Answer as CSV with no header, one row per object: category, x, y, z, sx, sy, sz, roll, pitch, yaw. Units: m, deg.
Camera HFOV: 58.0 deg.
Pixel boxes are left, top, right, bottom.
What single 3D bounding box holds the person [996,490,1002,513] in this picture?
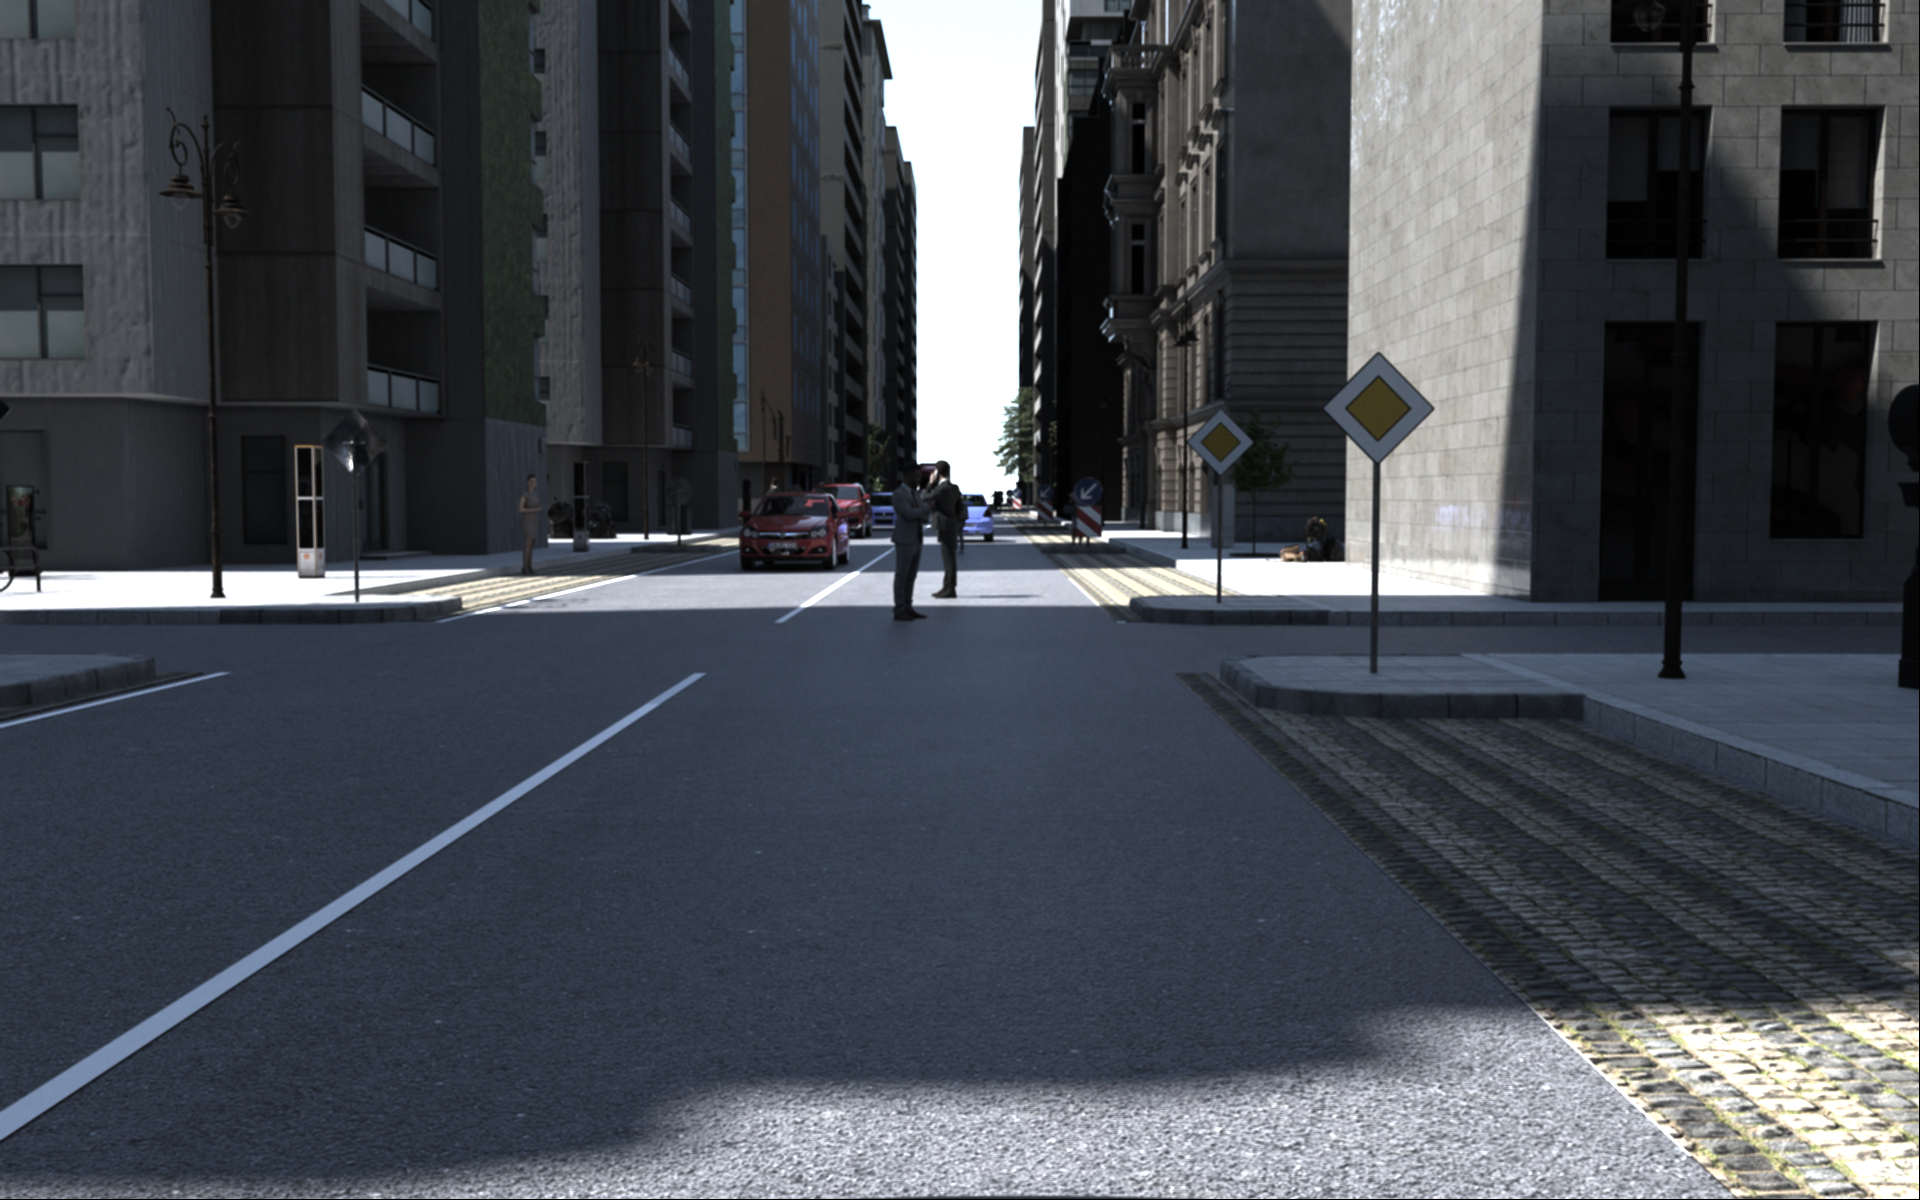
person,3.064,-7.639,134.312,0.530,1.710,0.541,-3,5,-40

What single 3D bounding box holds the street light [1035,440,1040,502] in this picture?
street light,6.497,-10.486,144.227,0.468,5.910,1.993,0,4,1

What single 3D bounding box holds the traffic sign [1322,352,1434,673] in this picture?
traffic sign,2.964,-0.533,12.358,0.795,2.450,0.064,0,4,1

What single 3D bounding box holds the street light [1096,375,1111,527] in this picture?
street light,5.596,-5.807,67.725,0.468,5.910,1.993,0,4,1

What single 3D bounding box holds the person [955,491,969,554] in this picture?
person,-0.037,-1.872,41.710,0.523,1.515,0.503,0,4,6

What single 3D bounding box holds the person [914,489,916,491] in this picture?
person,-3.472,-7.596,132.676,1.348,1.826,0.705,-3,5,-44

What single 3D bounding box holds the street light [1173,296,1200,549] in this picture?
street light,5.291,-4.149,40.618,0.468,5.910,1.993,0,4,1

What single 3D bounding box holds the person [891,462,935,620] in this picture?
person,-0.527,-0.677,19.751,0.466,1.800,0.511,1,4,13

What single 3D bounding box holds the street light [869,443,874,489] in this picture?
street light,-7.718,-10.983,152.357,0.468,5.910,1.993,0,4,1

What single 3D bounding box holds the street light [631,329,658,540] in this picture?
street light,-8.833,-4.638,48.612,0.468,5.910,1.993,0,4,1

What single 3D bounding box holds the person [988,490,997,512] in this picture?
person,2.831,-7.916,138.647,1.217,1.743,0.721,1,4,20

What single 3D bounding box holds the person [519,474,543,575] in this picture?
person,-7.591,-1.335,30.672,0.374,1.781,0.599,1,4,18

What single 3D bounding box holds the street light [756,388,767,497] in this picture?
street light,-8.577,-6.302,75.825,0.468,5.910,1.993,0,4,1

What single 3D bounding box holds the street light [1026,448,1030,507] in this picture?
street light,6.743,-12.149,171.428,0.468,5.910,1.993,0,4,1

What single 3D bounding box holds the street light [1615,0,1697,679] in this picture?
street light,4.979,-2.394,11.936,0.468,5.910,1.993,0,4,1

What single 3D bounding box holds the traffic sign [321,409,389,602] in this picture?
traffic sign,-7.144,-1.029,20.471,0.795,2.450,0.064,0,4,1

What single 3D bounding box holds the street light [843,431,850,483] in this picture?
street light,-8.091,-9.268,124.323,0.468,5.910,1.993,0,4,1

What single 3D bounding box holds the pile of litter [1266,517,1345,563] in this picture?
pile of litter,6.605,-1.160,32.936,1.719,0.858,1.176,0,4,-4

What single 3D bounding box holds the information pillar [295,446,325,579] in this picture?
information pillar,-9.895,-1.339,26.377,0.304,2.012,0.304,0,4,6

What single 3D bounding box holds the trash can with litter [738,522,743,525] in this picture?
trash can with litter,-9.410,-3.701,71.562,1.678,1.210,2.233,-1,4,-16

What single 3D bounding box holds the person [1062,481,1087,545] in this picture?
person,3.057,-2.255,45.719,0.716,1.782,0.532,0,4,5

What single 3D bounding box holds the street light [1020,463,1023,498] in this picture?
street light,7.057,-13.889,199.873,0.468,5.910,1.993,0,4,1

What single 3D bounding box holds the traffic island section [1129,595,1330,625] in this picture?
traffic island section,3.073,0.114,20.419,2.009,0.180,2.903,0,4,1

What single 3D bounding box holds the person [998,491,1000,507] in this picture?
person,4.375,-11.572,197.725,0.705,1.821,1.348,0,4,-4

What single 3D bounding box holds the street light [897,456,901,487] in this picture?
street light,-7.273,-14.380,207.896,0.468,5.910,1.993,0,4,1

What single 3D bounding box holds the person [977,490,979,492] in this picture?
person,1.596,-9.197,158.899,0.705,1.821,1.348,-3,5,-41

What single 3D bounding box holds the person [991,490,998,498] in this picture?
person,3.395,-9.589,165.368,1.348,1.812,0.705,-2,4,-30

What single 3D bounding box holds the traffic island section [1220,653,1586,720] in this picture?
traffic island section,2.988,0.602,12.435,2.009,0.180,2.903,0,4,1

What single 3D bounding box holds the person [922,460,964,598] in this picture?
person,-0.249,-0.981,23.906,0.474,1.900,0.648,1,4,16

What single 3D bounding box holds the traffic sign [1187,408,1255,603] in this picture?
traffic sign,3.049,-1.021,20.342,0.795,2.450,0.064,0,4,1

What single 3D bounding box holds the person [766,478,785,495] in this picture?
person,-5.302,-2.589,50.187,0.648,1.900,0.474,-3,5,-41

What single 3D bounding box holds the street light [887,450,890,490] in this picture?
street light,-7.422,-12.695,180.356,0.468,5.910,1.993,0,4,1

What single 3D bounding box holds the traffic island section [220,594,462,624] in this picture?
traffic island section,-7.168,0.107,20.533,2.009,0.180,2.903,0,4,1

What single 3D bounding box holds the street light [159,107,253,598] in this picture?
street light,-9.185,-2.964,21.257,0.468,5.910,1.993,0,4,1

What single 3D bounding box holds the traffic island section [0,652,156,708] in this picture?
traffic island section,-7.253,0.595,12.549,2.009,0.180,2.903,0,4,1

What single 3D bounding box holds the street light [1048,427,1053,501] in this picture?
street light,6.126,-8.814,116.900,0.468,5.910,1.993,0,4,1

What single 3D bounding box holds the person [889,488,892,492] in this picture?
person,-4.262,-5.985,106.360,1.348,1.823,0.705,0,4,-6

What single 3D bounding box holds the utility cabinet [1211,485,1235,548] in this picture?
utility cabinet,6.272,-2.000,41.384,0.318,1.500,1.173,1,4,21

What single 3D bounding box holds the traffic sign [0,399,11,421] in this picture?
traffic sign,-7.229,-0.541,12.487,0.795,2.450,0.064,0,4,1

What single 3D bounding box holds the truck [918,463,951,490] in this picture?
truck,-2.309,-10.330,157.801,2.839,4.237,11.283,0,4,2

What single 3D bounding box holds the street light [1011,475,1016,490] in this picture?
street light,7.572,-17.247,254.768,0.468,5.910,1.993,0,4,1

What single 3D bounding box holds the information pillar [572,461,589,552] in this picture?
information pillar,-8.452,-2.086,38.605,0.304,2.012,0.304,0,4,1
